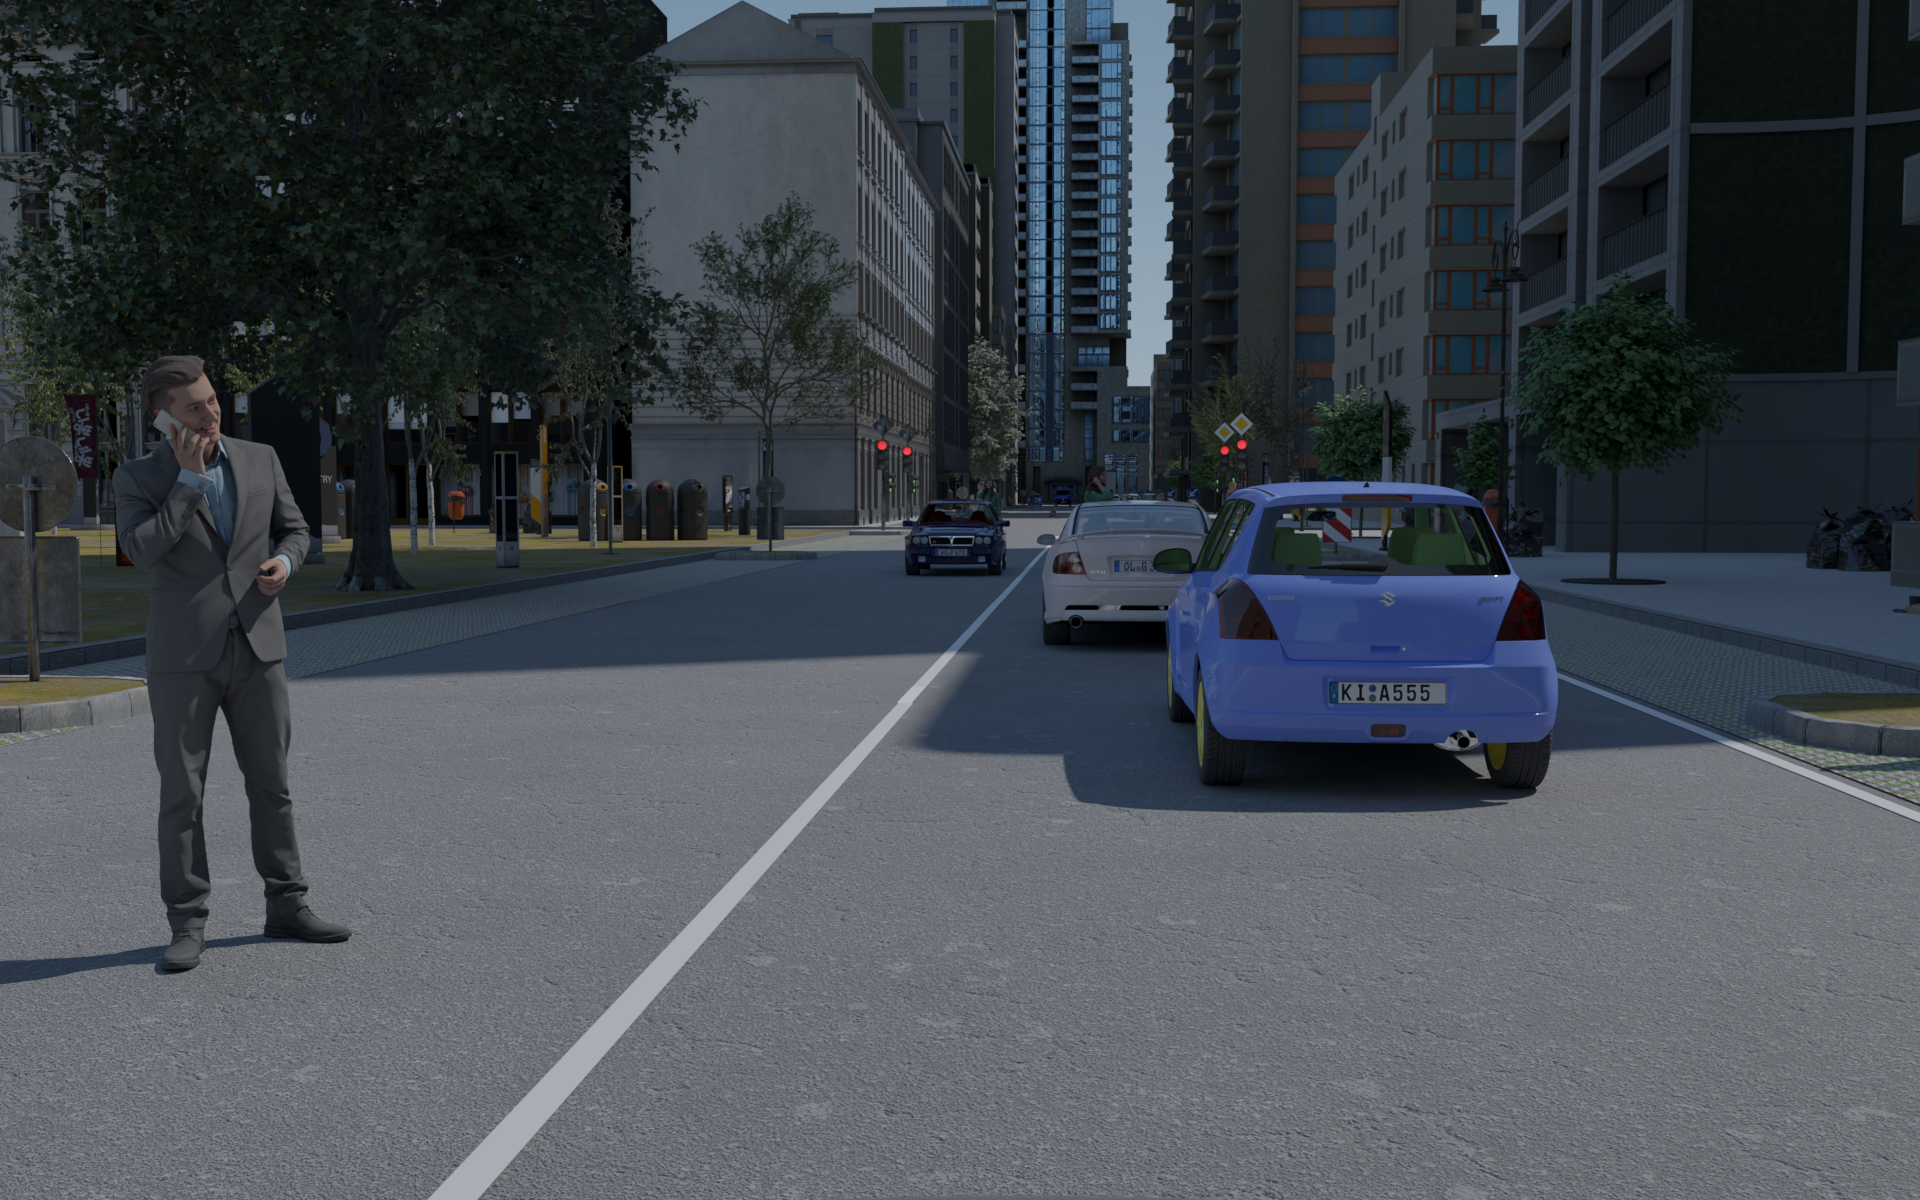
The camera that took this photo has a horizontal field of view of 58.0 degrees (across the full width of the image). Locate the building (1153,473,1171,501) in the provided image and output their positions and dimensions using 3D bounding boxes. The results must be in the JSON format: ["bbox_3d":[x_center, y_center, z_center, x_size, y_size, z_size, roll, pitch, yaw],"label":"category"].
[{"bbox_3d":[33.847,-46.933,205.605,20.563,71.187,20.611,0,4,4],"label":"building"}]

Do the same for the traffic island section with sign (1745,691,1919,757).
[{"bbox_3d":[5.822,-0.094,10.173,1.989,1.847,2.006,0,4,4],"label":"traffic island section with sign"}]

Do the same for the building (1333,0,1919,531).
[{"bbox_3d":[33.720,-14.362,79.855,28.899,21.520,27.650,0,4,4],"label":"building"}]

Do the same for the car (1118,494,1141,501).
[{"bbox_3d":[10.518,-5.950,107.505,2.015,1.641,3.980,0,4,4],"label":"car"}]

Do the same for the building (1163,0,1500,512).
[{"bbox_3d":[26.365,-28.889,126.959,22.147,44.769,28.867,0,4,4],"label":"building"}]

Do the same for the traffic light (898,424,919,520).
[{"bbox_3d":[-2.052,-4.885,68.788,0.839,4.253,0.868,0,4,4],"label":"traffic light"}]

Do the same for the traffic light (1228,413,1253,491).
[{"bbox_3d":[9.695,-4.339,59.871,0.839,4.253,0.868,0,4,4],"label":"traffic light"}]

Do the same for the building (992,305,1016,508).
[{"bbox_3d":[-8.863,-20.119,173.988,27.650,21.520,28.899,0,4,4],"label":"building"}]

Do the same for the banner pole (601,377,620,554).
[{"bbox_3d":[-7.525,-2.891,37.287,0.401,3.779,0.863,0,4,-6],"label":"banner pole"}]

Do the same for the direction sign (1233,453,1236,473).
[{"bbox_3d":[15.549,-6.385,96.392,0.876,3.537,0.379,3,5,41],"label":"direction sign"}]

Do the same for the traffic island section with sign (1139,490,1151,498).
[{"bbox_3d":[20.584,-11.548,197.437,1.989,1.847,2.006,0,4,4],"label":"traffic island section with sign"}]

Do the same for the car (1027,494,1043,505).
[{"bbox_3d":[9.022,-12.179,208.720,1.945,1.707,3.694,0,4,4],"label":"car"}]

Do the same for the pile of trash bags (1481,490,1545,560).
[{"bbox_3d":[10.942,-1.568,35.383,1.912,1.369,3.447,1,4,17],"label":"pile of trash bags"}]

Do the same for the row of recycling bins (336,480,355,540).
[{"bbox_3d":[-17.621,-2.576,49.232,1.069,1.692,3.534,1,4,16],"label":"row of recycling bins"}]

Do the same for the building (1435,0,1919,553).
[{"bbox_3d":[23.818,-36.779,39.587,20.563,71.187,20.611,0,4,4],"label":"building"}]

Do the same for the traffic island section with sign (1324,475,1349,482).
[{"bbox_3d":[7.983,-1.778,37.692,1.989,1.847,2.006,0,4,4],"label":"traffic island section with sign"}]

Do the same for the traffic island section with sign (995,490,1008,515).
[{"bbox_3d":[2.349,-6.876,121.053,1.989,1.847,2.006,0,4,4],"label":"traffic island section with sign"}]

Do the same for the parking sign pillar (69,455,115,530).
[{"bbox_3d":[-30.954,-4.476,61.651,1.447,3.967,1.447,-1,4,-22],"label":"parking sign pillar"}]

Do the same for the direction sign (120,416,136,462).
[{"bbox_3d":[-24.113,-3.563,50.250,0.876,3.537,0.379,3,5,39],"label":"direction sign"}]

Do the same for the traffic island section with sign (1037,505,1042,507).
[{"bbox_3d":[8.371,-11.551,197.487,1.989,1.847,2.006,0,4,4],"label":"traffic island section with sign"}]

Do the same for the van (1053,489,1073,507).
[{"bbox_3d":[11.574,-11.619,194.351,2.240,2.365,5.245,0,4,4],"label":"van"}]

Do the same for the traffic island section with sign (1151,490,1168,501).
[{"bbox_3d":[14.476,-6.809,119.956,1.989,1.847,2.006,0,4,4],"label":"traffic island section with sign"}]

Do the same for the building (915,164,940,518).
[{"bbox_3d":[-6.806,-15.134,96.595,9.793,20.994,18.267,0,4,4],"label":"building"}]

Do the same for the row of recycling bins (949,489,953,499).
[{"bbox_3d":[-2.319,-7.677,132.623,3.534,1.692,1.069,0,4,-3],"label":"row of recycling bins"}]

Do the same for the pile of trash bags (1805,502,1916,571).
[{"bbox_3d":[16.306,-1.193,29.264,3.447,1.369,1.912,1,4,9],"label":"pile of trash bags"}]

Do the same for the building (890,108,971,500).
[{"bbox_3d":[-7.203,-19.828,117.692,14.314,27.812,24.014,0,4,4],"label":"building"}]

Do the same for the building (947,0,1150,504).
[{"bbox_3d":[10.350,-56.516,236.708,31.000,86.520,22.319,0,4,4],"label":"building"}]

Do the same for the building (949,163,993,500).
[{"bbox_3d":[-4.574,-23.219,151.339,14.160,30.474,14.107,0,4,4],"label":"building"}]

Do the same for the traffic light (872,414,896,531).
[{"bbox_3d":[-2.679,-4.398,60.827,0.839,4.253,0.868,0,4,4],"label":"traffic light"}]

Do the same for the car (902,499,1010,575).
[{"bbox_3d":[-0.041,-1.174,31.777,1.945,1.354,3.894,0,4,3],"label":"car"}]

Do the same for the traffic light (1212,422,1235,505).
[{"bbox_3d":[10.323,-4.826,67.832,0.839,4.253,0.868,0,4,4],"label":"traffic light"}]

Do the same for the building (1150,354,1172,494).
[{"bbox_3d":[41.184,-24.093,238.963,28.899,21.520,27.650,0,4,4],"label":"building"}]

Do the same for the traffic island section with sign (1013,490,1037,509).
[{"bbox_3d":[6.260,-9.907,170.615,1.989,1.847,2.006,0,4,4],"label":"traffic island section with sign"}]

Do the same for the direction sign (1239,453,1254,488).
[{"bbox_3d":[15.657,-6.257,94.303,0.876,3.537,0.379,-3,4,-37],"label":"direction sign"}]

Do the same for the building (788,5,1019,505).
[{"bbox_3d":[-7.200,-40.827,209.518,28.212,58.520,21.231,0,4,4],"label":"building"}]

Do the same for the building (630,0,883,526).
[{"bbox_3d":[-8.025,-14.021,78.402,9.793,20.994,18.267,0,4,4],"label":"building"}]

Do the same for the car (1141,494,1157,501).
[{"bbox_3d":[17.152,-9.057,156.876,1.959,1.807,4.718,0,4,3],"label":"car"}]

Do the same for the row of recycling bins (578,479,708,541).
[{"bbox_3d":[-8.751,-2.488,47.797,3.534,1.692,1.069,-1,4,-20],"label":"row of recycling bins"}]

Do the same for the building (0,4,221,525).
[{"bbox_3d":[-40.232,-15.148,76.542,19.941,23.489,11.050,0,4,4],"label":"building"}]

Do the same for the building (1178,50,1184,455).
[{"bbox_3d":[27.675,-31.260,161.206,14.600,45.320,14.200,0,4,4],"label":"building"}]

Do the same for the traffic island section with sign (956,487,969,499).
[{"bbox_3d":[0.182,-5.192,93.516,1.989,1.847,2.006,0,4,4],"label":"traffic island section with sign"}]

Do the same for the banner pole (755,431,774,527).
[{"bbox_3d":[-7.735,-4.802,68.530,0.863,3.779,0.401,-2,4,-31],"label":"banner pole"}]

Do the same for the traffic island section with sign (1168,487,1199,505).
[{"bbox_3d":[12.328,-5.141,92.687,1.989,1.847,2.006,0,4,4],"label":"traffic island section with sign"}]

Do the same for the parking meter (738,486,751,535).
[{"bbox_3d":[-6.728,-2.790,54.032,0.372,1.533,0.369,0,3,0],"label":"parking meter"}]

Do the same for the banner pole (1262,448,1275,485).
[{"bbox_3d":[16.650,-6.310,93.182,0.863,3.779,0.401,0,4,-1],"label":"banner pole"}]

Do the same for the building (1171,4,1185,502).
[{"bbox_3d":[32.866,-39.121,181.628,21.231,58.520,28.212,0,4,4],"label":"building"}]

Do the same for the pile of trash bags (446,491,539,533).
[{"bbox_3d":[-15.202,-2.890,57.012,3.447,1.369,1.912,0,4,2],"label":"pile of trash bags"}]

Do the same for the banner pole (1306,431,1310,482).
[{"bbox_3d":[13.685,-4.782,68.195,0.401,3.779,0.863,1,4,12],"label":"banner pole"}]

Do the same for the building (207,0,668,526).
[{"bbox_3d":[-21.954,-15.044,75.644,15.834,23.373,12.332,0,4,4],"label":"building"}]

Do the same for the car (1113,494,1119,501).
[{"bbox_3d":[12.210,-7.790,139.366,2.014,1.417,4.499,0,4,6],"label":"car"}]

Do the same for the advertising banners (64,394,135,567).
[{"bbox_3d":[-14.751,-2.117,30.794,2.074,3.025,0.090,-3,4,-38],"label":"advertising banners"}]

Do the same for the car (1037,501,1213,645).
[{"bbox_3d":[1.810,-0.332,17.792,2.083,1.381,4.827,0,4,4],"label":"car"}]

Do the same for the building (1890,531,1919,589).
[{"bbox_3d":[25.689,-9.977,8.162,27.650,21.520,28.899,0,4,4],"label":"building"}]

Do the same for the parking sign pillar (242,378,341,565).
[{"bbox_3d":[-12.483,-2.654,31.872,1.447,3.967,1.447,3,5,44],"label":"parking sign pillar"}]

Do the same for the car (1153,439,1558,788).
[{"bbox_3d":[2.083,-0.011,9.776,1.945,1.707,3.694,0,4,3],"label":"car"}]
